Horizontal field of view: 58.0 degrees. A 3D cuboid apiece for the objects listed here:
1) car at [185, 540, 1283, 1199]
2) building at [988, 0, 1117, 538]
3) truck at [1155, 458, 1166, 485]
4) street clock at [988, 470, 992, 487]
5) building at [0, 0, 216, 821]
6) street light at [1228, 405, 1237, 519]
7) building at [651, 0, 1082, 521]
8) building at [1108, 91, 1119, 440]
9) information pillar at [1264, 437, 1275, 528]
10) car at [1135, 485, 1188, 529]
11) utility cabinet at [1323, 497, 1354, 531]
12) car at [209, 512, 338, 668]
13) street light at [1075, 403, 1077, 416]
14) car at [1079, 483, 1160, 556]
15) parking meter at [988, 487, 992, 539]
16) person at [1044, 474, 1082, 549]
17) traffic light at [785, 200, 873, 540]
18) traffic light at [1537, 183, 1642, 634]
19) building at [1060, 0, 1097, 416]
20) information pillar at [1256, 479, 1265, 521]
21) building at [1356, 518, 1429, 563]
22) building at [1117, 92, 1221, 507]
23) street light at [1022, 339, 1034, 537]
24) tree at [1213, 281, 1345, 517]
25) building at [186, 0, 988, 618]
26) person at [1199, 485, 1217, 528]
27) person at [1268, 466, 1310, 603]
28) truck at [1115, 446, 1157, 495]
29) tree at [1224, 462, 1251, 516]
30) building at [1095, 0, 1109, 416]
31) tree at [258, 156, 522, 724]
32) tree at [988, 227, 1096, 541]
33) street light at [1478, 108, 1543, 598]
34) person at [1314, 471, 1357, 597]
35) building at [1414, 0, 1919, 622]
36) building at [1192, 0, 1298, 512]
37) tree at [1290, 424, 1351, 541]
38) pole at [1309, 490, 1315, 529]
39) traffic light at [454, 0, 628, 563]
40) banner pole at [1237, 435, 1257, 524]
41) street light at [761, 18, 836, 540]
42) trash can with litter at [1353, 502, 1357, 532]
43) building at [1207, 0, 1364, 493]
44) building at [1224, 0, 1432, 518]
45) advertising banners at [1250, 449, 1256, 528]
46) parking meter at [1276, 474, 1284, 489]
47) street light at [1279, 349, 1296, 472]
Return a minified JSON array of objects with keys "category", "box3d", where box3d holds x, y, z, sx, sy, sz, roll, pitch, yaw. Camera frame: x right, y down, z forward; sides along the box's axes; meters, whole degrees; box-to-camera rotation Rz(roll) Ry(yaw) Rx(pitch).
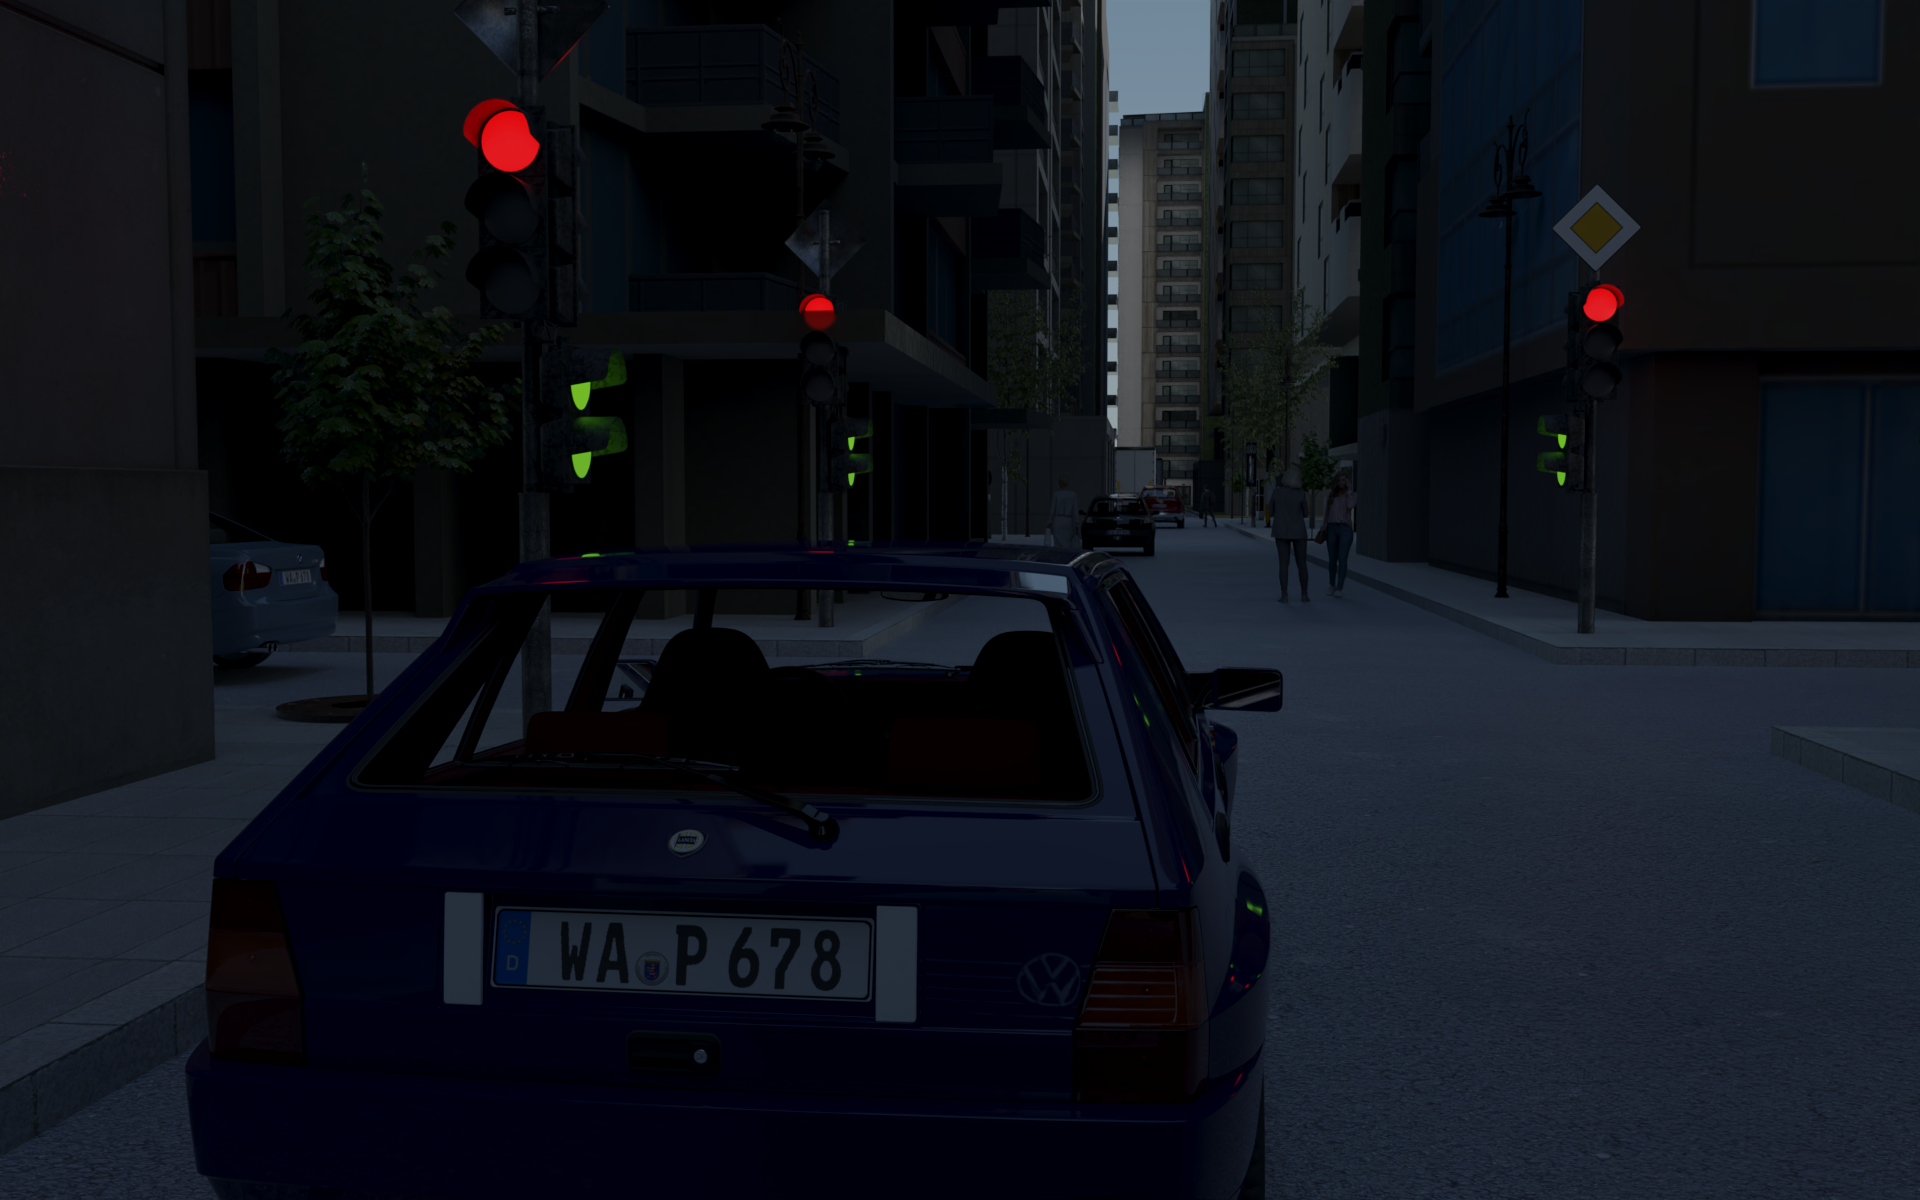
[{"category":"car","box3d":[-0.157,0.504,4.333,1.945,1.354,3.894,0,4,8]},{"category":"building","box3d":[-4.459,-38.240,63.484,20.563,71.187,20.611,0,4,6]},{"category":"truck","box3d":[14.984,-9.146,138.445,2.839,4.237,11.283,0,4,8]},{"category":"street clock","box3d":[0.775,-2.941,52.657,0.358,2.002,0.471,2,4,25]},{"category":"building","box3d":[-18.523,-10.317,1.974,30.059,22.955,16.112,0,4,6]},{"category":"street light","box3d":[14.142,-7.159,89.841,0.468,5.910,1.993,0,4,6]},{"category":"building","box3d":[-3.929,-27.632,106.404,22.147,44.769,28.867,0,4,6]},{"category":"building","box3d":[1.733,-34.680,186.625,30.456,49.044,23.786,0,4,6]},{"category":"information pillar","box3d":[11.831,-4.570,66.067,0.183,3.616,0.504,3,5,44]},{"category":"car","box3d":[8.543,-3.978,73.712,2.281,1.827,5.304,0,4,8]},{"category":"utility cabinet","box3d":[11.589,-2.561,53.038,1.020,1.237,0.306,-2,4,-33]},{"category":"car","box3d":[-7.283,-0.102,13.669,4.499,1.417,2.014,0,4,5]},{"category":"street light","box3d":[5.755,-6.934,86.156,0.468,5.910,1.993,0,4,6]},{"category":"car","box3d":[3.800,-1.943,41.556,2.009,1.686,4.222,0,4,5]},{"category":"parking meter","box3d":[0.715,-2.514,49.510,0.372,1.533,0.369,0,3,0]},{"category":"person","box3d":[1.799,-1.327,30.551,0.694,1.780,0.624,1,4,10]},{"category":"traffic light","box3d":[-1.272,-1.692,16.582,0.839,4.253,0.868,0,4,6]},{"category":"traffic light","box3d":[5.751,-1.647,15.851,0.839,4.253,0.868,0,4,6]},{"category":"building","box3d":[2.831,-27.174,127.895,14.154,41.232,14.086,0,4,6]},{"category":"information pillar","box3d":[14.558,-4.862,83.982,0.304,2.012,0.304,-1,4,-16]},{"category":"building","box3d":[15.715,-16.265,37.642,14.160,30.474,14.107,0,4,6]},{"category":"building","box3d":[23.398,-30.362,180.013,14.086,41.232,14.154,0,4,6]},{"category":"street light","box3d":[2.022,-4.823,51.648,0.468,5.910,1.993,0,4,6]},{"category":"tree","box3d":[10.929,-6.670,59.419,4.737,8.622,4.395,0,3,0]},{"category":"building","box3d":[-9.809,-22.986,30.440,22.147,44.769,28.867,0,4,6]},{"category":"person","box3d":[10.654,-4.029,74.334,0.622,1.834,0.822,-1,4,-23]},{"category":"person","box3d":[4.371,-0.876,23.013,0.537,1.800,0.526,2,4,24]},{"category":"truck","box3d":[10.857,-7.264,107.681,2.839,4.237,11.283,0,4,6]},{"category":"tree","box3d":[16.746,-6.662,103.530,1.663,3.219,1.824,0,3,0]},{"category":"building","box3d":[6.455,-31.207,160.341,14.200,45.320,14.600,0,4,6]},{"category":"tree","box3d":[-3.451,-0.939,9.957,1.663,3.219,1.824,0,3,0]},{"category":"tree","box3d":[1.460,-5.932,47.347,4.737,8.622,4.395,0,3,0]},{"category":"street light","box3d":[6.715,-2.966,21.288,0.468,5.910,1.993,0,4,6]},{"category":"person","box3d":[5.286,-0.926,24.235,0.593,1.750,0.643,2,4,30]},{"category":"building","box3d":[14.290,-22.736,21.844,14.200,45.320,14.600,0,4,6]},{"category":"building","box3d":[27.745,-42.051,125.788,20.563,71.187,20.611,0,4,6]},{"category":"tree","box3d":[9.664,-3.241,47.586,1.663,3.219,1.824,0,3,0]},{"category":"pole","box3d":[13.061,-4.300,64.142,0.158,3.312,0.155,0,3,0]},{"category":"traffic light","box3d":[-2.120,-1.206,8.642,0.839,4.253,0.868,0,4,6]},{"category":"banner pole","box3d":[12.221,-5.111,73.581,0.863,3.779,0.401,2,4,31]},{"category":"street light","box3d":[-1.606,-2.733,17.480,0.468,5.910,1.993,0,4,6]},{"category":"trash can with litter","box3d":[13.072,-2.820,57.495,1.055,1.170,0.624,-1,4,-9]},{"category":"building","box3d":[35.445,-34.277,149.675,28.713,52.752,27.495,0,4,6]},{"category":"building","box3d":[23.936,-20.692,110.011,14.160,30.474,14.107,0,4,6]},{"category":"advertising banners","box3d":[11.328,-4.331,66.992,0.090,3.025,2.074,0,4,4]},{"category":"parking meter","box3d":[9.307,-2.713,50.061,0.255,1.863,0.399,-1,4,-14]},{"category":"street light","box3d":[10.476,-5.062,55.552,0.468,5.910,1.993,0,4,6]}]
